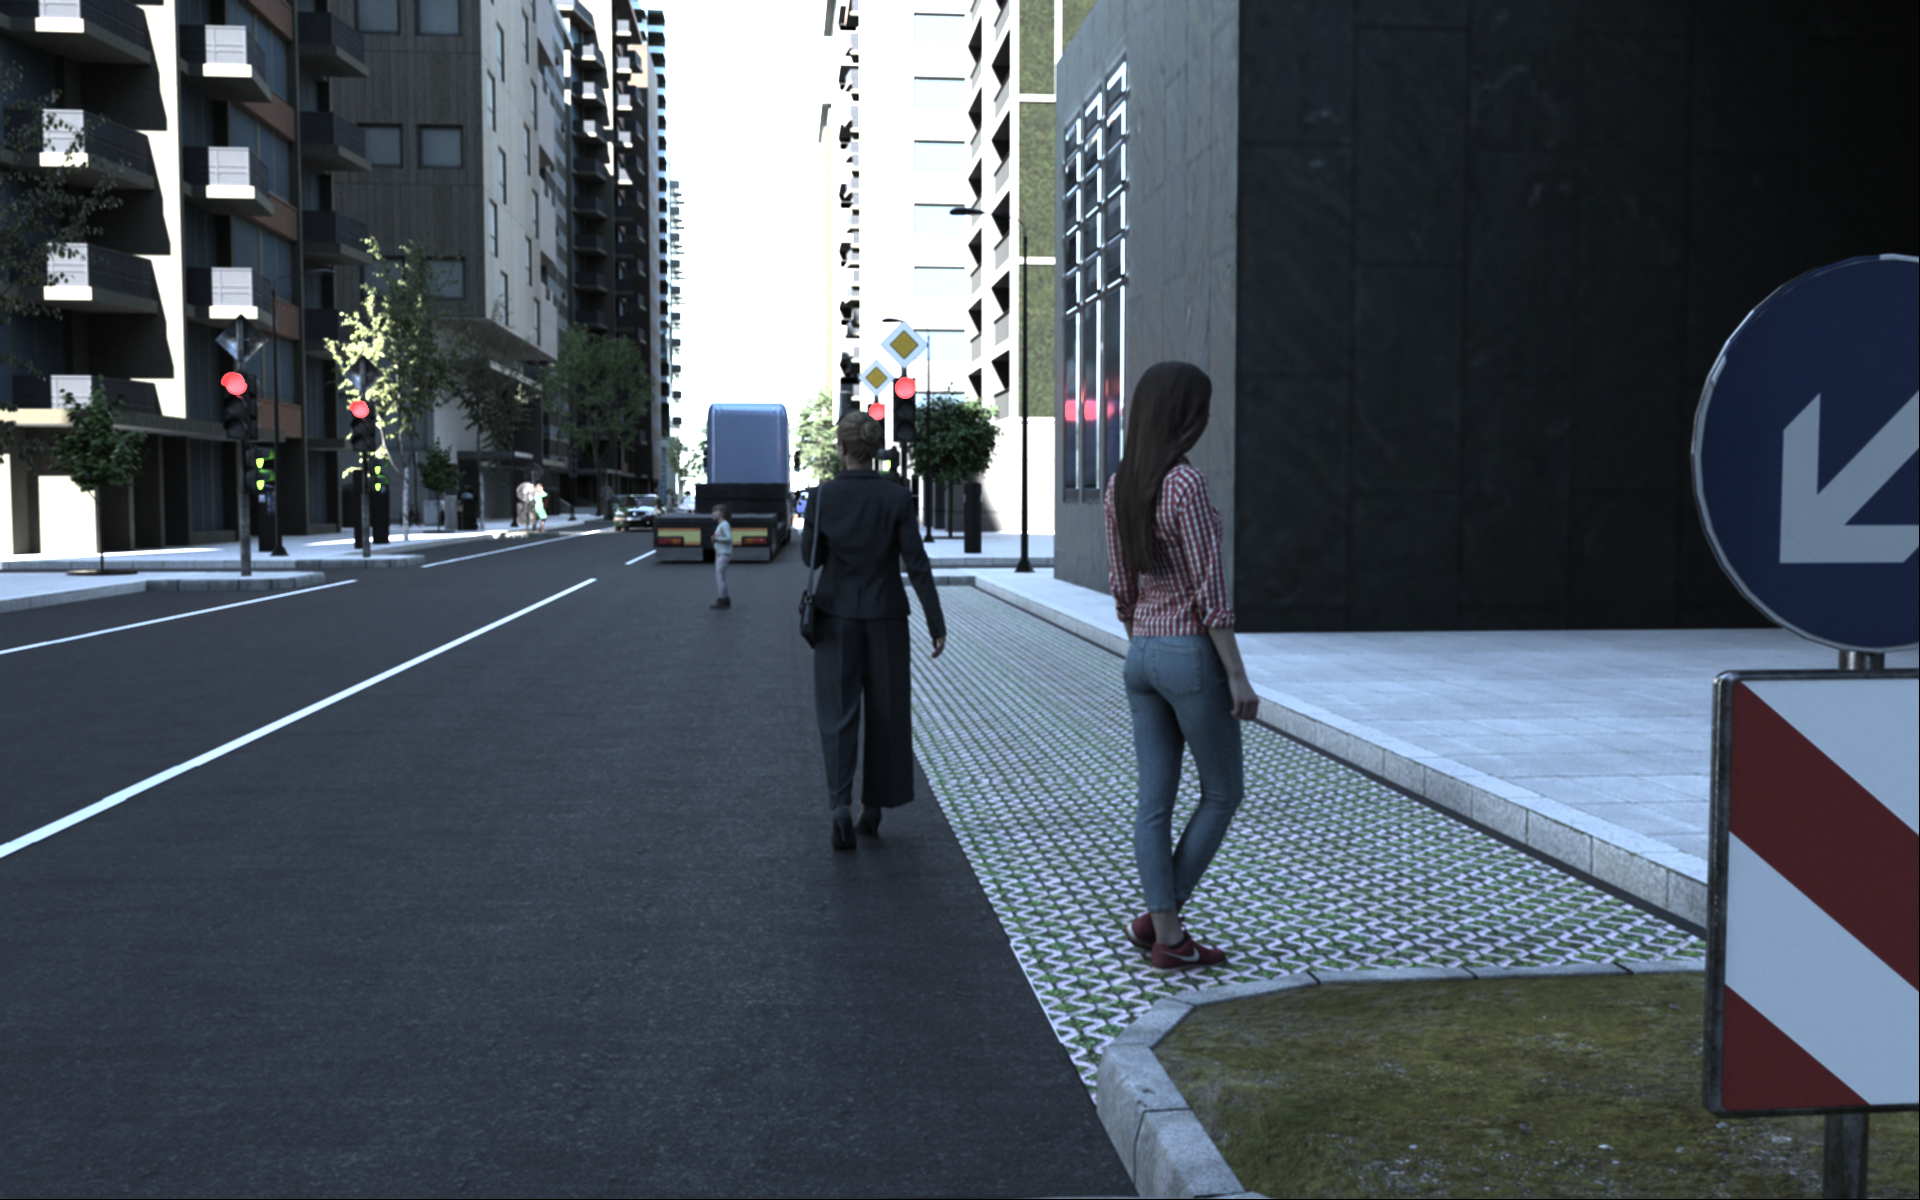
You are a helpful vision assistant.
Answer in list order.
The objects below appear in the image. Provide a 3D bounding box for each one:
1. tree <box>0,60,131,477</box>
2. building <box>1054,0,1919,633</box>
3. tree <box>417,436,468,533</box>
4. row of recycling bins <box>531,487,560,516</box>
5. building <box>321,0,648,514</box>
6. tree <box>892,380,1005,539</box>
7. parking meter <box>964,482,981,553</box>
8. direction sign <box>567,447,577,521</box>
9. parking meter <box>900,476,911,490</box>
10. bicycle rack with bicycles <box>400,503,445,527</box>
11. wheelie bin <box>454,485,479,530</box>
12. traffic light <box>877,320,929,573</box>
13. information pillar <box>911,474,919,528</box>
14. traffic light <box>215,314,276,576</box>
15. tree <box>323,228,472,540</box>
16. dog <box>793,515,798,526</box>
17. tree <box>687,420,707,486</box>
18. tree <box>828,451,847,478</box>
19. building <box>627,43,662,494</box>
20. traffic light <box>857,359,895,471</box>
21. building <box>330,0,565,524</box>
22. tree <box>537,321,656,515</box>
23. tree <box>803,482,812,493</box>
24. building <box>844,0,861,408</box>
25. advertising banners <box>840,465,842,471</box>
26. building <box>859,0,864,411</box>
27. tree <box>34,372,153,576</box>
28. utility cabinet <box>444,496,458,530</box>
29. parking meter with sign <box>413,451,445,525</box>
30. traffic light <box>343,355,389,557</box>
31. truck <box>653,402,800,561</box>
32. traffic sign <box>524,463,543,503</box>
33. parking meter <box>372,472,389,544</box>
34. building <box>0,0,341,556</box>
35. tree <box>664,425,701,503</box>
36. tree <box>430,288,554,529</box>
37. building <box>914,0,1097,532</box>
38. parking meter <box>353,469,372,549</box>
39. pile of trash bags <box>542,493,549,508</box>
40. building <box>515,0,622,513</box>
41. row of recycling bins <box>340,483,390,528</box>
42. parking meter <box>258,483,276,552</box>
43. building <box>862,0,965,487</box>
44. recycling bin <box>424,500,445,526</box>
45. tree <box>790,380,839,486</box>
[{"bbox_3d":[-13.187,-4.380,21.978,4.360,8.622,3.978,0,3,0],"label":"tree"},{"bbox_3d":[14.140,-42.622,9.543,22.319,86.520,31.000,0,4,-6],"label":"building"},{"bbox_3d":[-17.291,-3.866,57.817,1.663,3.219,1.824,0,3,0],"label":"tree"},{"bbox_3d":[-24.880,-5.933,104.118,1.069,1.692,3.534,0,4,5],"label":"row of recycling bins"},{"bbox_3d":[-38.500,-30.118,147.046,22.147,44.769,28.867,0,4,-6],"label":"building"},{"bbox_3d":[-0.348,-4.059,50.078,4.285,4.588,4.351,0,3,0],"label":"tree"},{"bbox_3d":[0.279,-1.790,37.684,0.372,1.533,0.369,0,3,0],"label":"parking meter"},{"bbox_3d":[-19.245,-5.758,86.141,0.379,3.537,0.876,1,4,13],"label":"direction sign"},{"bbox_3d":[-1.844,-3.170,57.546,0.255,1.863,0.399,3,4,39],"label":"parking meter"},{"bbox_3d":[-20.673,-3.335,67.906,2.852,0.926,2.925,0,4,-6],"label":"bicycle rack with bicycles"},{"bbox_3d":[-17.487,-3.271,61.396,0.693,1.594,0.980,-3,5,-44],"label":"wheelie bin"},{"bbox_3d":[-0.925,-2.398,28.133,0.839,4.253,0.868,0,4,-6],"label":"traffic light"},{"bbox_3d":[-1.680,-3.700,64.984,0.304,2.012,0.304,0,4,-1],"label":"information pillar"},{"bbox_3d":[-11.179,-2.332,27.048,0.839,4.253,0.868,0,4,-6],"label":"traffic light"},{"bbox_3d":[-15.557,-5.988,48.265,4.737,8.622,4.395,0,3,0],"label":"tree"},{"bbox_3d":[-7.612,-3.591,77.998,0.540,0.507,0.406,-2,4,-29],"label":"dog"},{"bbox_3d":[-37.639,-21.046,262.229,7.486,12.596,7.792,0,3,0],"label":"tree"},{"bbox_3d":[-7.056,-7.987,114.298,4.285,4.588,4.351,0,3,0],"label":"tree"},{"bbox_3d":[-36.782,-31.747,169.167,14.600,45.320,14.200,0,4,-6],"label":"building"},{"bbox_3d":[-1.756,-2.884,36.075,0.839,4.253,0.868,0,4,-6],"label":"traffic light"},{"bbox_3d":[-34.461,-30.179,82.666,28.713,52.752,27.495,0,4,-6],"label":"building"},{"bbox_3d":[-22.121,-10.983,105.331,9.928,11.665,9.643,0,3,0],"label":"tree"},{"bbox_3d":[-20.451,-14.618,233.606,1.663,3.219,1.824,0,3,0],"label":"tree"},{"bbox_3d":[1.645,-29.989,144.937,22.147,44.769,28.867,0,4,-6],"label":"building"},{"bbox_3d":[-6.949,-6.551,103.302,0.090,3.025,2.074,1,4,9],"label":"advertising banners"},{"bbox_3d":[-0.150,-26.870,122.920,14.154,41.232,14.086,0,4,-6],"label":"building"},{"bbox_3d":[-13.644,-2.017,27.580,1.663,3.219,1.824,0,3,0],"label":"tree"},{"bbox_3d":[-18.228,-3.161,62.838,0.306,1.237,1.020,2,4,28],"label":"utility cabinet"},{"bbox_3d":[-21.428,-4.566,70.914,1.738,3.016,0.543,-1,4,-13],"label":"parking meter with sign"},{"bbox_3d":[-12.010,-2.818,34.990,0.839,4.253,0.868,0,4,-6],"label":"traffic light"},{"bbox_3d":[-5.789,-3.376,44.955,2.967,4.110,18.799,0,4,-4],"label":"truck"},{"bbox_3d":[-17.511,-4.343,71.106,0.768,2.556,0.104,0,4,-5],"label":"traffic sign"},{"bbox_3d":[-14.898,-2.374,44.524,0.255,1.863,0.399,2,4,27],"label":"parking meter"},{"bbox_3d":[-29.336,-24.007,47.134,22.147,44.769,28.867,0,4,-6],"label":"building"},{"bbox_3d":[-29.912,-14.371,185.333,4.737,8.622,4.395,0,3,0],"label":"tree"},{"bbox_3d":[-17.096,-6.865,62.603,4.360,8.622,3.978,0,3,0],"label":"tree"},{"bbox_3d":[9.244,-38.155,62.081,20.563,71.187,20.611,0,4,-6],"label":"building"},{"bbox_3d":[-14.092,-2.142,40.735,0.255,1.863,0.399,0,4,-6],"label":"parking meter"},{"bbox_3d":[-25.557,-5.560,100.665,3.447,1.369,1.912,0,4,7],"label":"pile of trash bags"},{"bbox_3d":[-40.495,-26.187,120.040,32.217,40.220,23.993,0,4,-6],"label":"building"},{"bbox_3d":[-23.294,-3.703,67.662,1.069,1.692,3.534,0,4,4],"label":"row of recycling bins"},{"bbox_3d":[-15.452,-1.848,38.620,0.372,1.533,0.369,0,3,0],"label":"parking meter"},{"bbox_3d":[5.018,-33.959,97.221,21.231,58.520,28.212,0,4,-6],"label":"building"},{"bbox_3d":[-21.203,-3.512,69.972,0.722,1.027,0.722,0,4,0],"label":"recycling bin"},{"bbox_3d":[-15.093,-17.645,195.150,9.857,13.997,8.962,0,3,0],"label":"tree"}]
